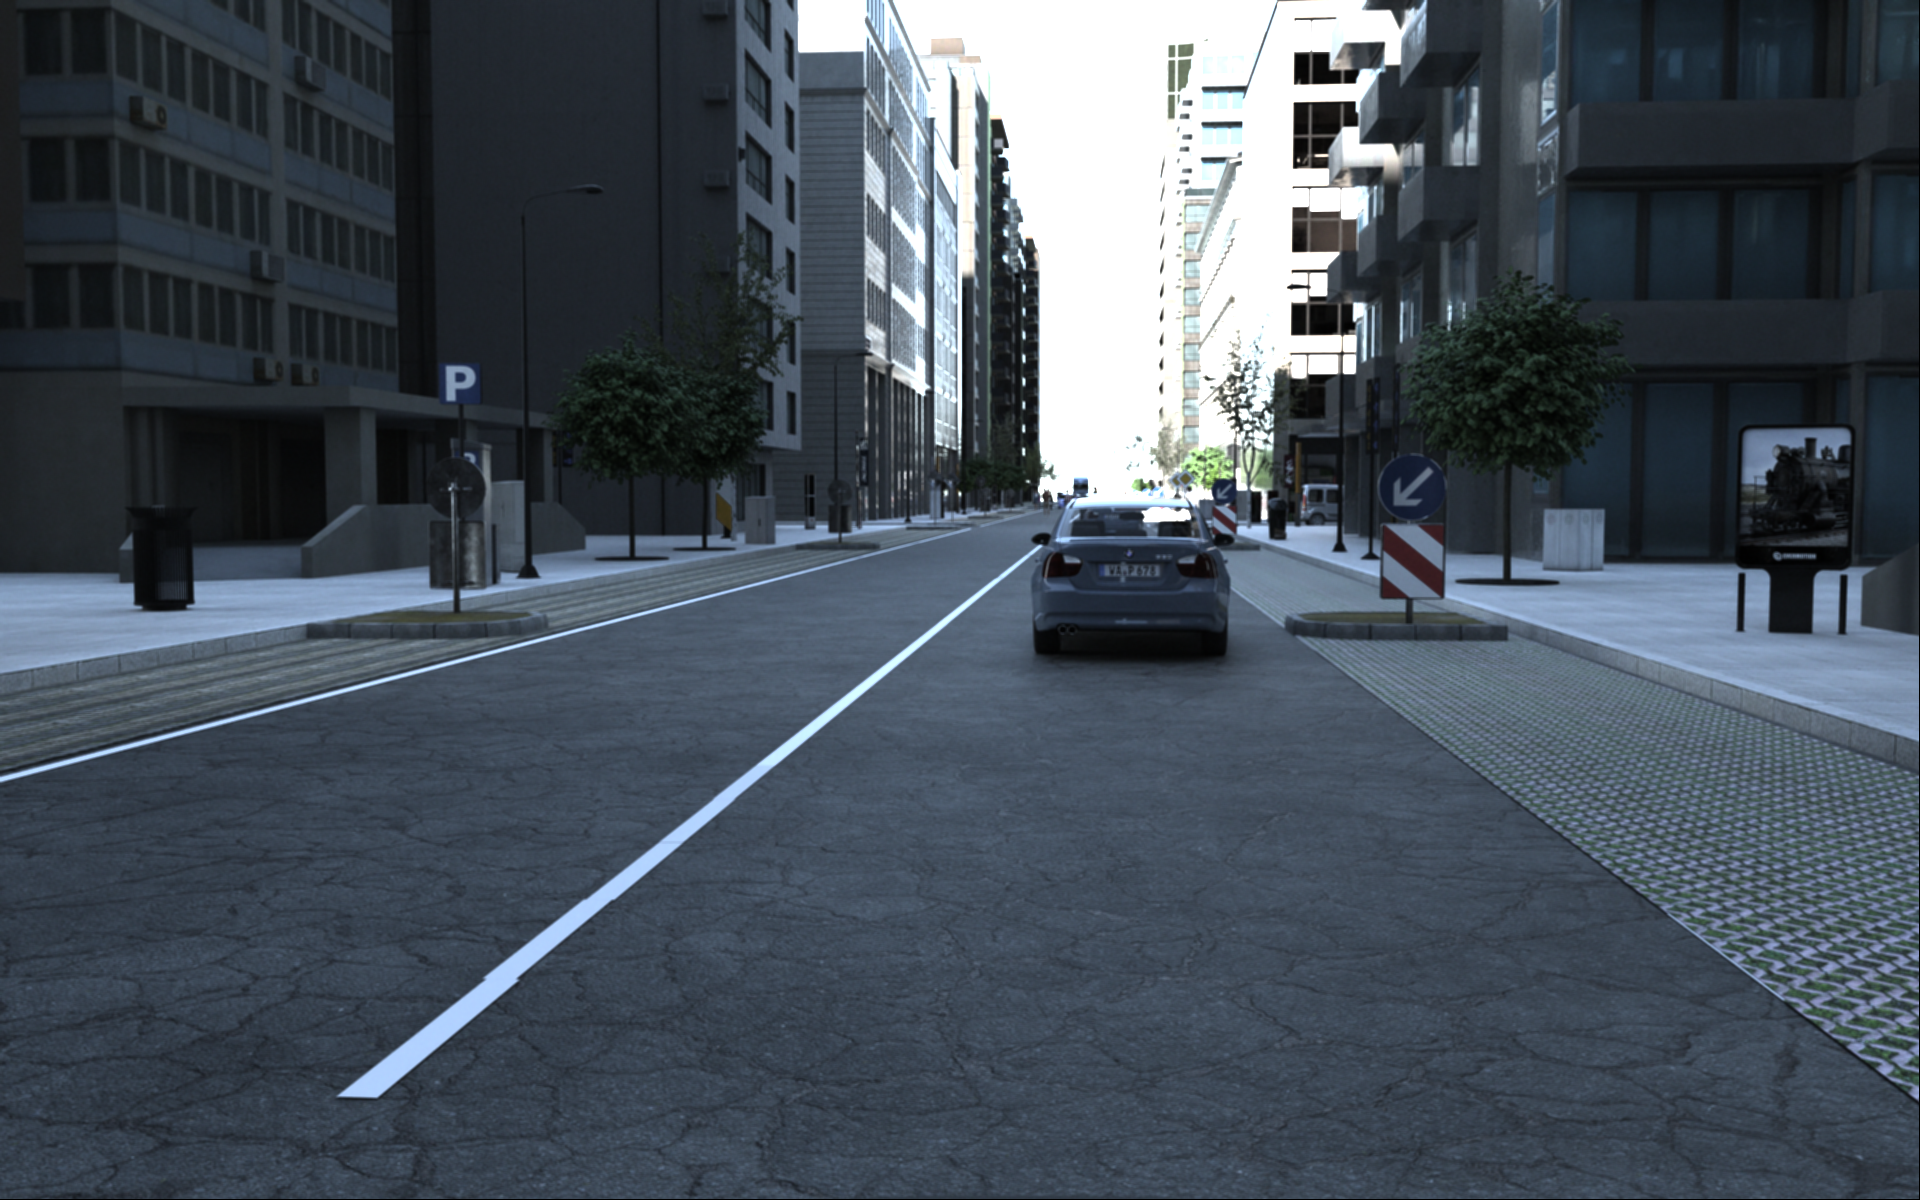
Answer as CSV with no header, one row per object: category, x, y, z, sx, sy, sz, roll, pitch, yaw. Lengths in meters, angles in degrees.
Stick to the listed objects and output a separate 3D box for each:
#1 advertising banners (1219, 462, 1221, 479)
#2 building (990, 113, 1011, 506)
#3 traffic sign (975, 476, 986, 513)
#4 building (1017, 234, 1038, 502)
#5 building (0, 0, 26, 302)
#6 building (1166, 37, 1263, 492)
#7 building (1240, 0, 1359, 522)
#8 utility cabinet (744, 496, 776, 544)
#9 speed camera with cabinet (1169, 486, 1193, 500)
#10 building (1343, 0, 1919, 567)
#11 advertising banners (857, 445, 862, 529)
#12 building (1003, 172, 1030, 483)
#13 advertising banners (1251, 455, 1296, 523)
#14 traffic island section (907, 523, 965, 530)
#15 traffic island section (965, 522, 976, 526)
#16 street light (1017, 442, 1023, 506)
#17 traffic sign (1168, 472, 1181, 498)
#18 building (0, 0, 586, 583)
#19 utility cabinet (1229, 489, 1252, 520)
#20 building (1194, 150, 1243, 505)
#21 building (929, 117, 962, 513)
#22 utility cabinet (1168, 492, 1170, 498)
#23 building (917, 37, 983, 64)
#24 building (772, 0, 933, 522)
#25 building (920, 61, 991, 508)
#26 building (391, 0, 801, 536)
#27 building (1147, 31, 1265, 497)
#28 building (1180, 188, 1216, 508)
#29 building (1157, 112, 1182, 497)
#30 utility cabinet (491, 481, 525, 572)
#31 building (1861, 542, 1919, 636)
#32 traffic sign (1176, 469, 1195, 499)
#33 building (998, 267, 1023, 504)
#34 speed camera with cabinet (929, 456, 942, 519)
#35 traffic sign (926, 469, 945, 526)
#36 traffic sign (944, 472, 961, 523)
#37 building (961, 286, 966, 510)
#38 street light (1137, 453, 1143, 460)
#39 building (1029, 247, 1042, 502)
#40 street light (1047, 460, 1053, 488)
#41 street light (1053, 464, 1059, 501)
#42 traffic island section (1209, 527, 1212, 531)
advertising banners,14.035,-6.007,94.408,0.090,3.025,2.074,1,4,18
building,-5.729,-33.136,196.402,22.147,44.769,28.867,0,4,5
traffic sign,1.402,-7.321,119.810,0.768,2.556,0.104,1,4,10
building,1.342,-38.461,283.456,22.147,44.769,28.867,0,4,5
building,-14.361,-21.710,5.078,14.600,45.320,14.200,0,4,5
building,34.592,-34.675,186.545,23.786,49.044,30.456,0,4,5
building,31.890,-17.204,85.802,34.151,26.468,19.350,0,4,5
utility cabinet,-5.151,-2.043,44.563,0.306,1.237,1.020,-3,5,-40
speed camera with cabinet,19.047,-9.481,149.350,2.038,3.252,0.660,-2,4,-25
building,21.515,-25.874,42.650,23.786,49.044,30.456,0,4,5
advertising banners,-3.682,-4.099,63.205,0.090,3.025,2.074,0,4,1
building,-1.990,-38.794,253.894,23.786,49.044,30.456,0,4,5
advertising banners,13.864,-4.934,76.866,2.074,3.025,0.090,0,4,-4
traffic island section,-1.028,-2.924,70.092,2.009,0.180,2.903,0,4,5
traffic island section,-0.362,-3.411,78.050,2.009,0.180,2.903,0,4,5
street light,4.758,-11.154,154.910,1.470,5.913,1.316,0,4,5
traffic sign,9.670,-4.495,77.131,0.795,2.450,0.064,0,4,5
building,-25.293,-20.881,33.284,32.217,40.220,23.993,0,4,5
utility cabinet,13.554,-4.591,83.741,0.318,1.500,1.173,-3,5,-44
building,26.995,-21.537,128.544,17.030,29.872,44.131,0,4,5
building,-6.735,-18.431,119.361,12.078,24.808,19.932,0,4,5
utility cabinet,18.640,-8.684,150.654,1.173,1.500,0.318,2,4,29
building,-4.304,-32.085,174.698,14.600,45.320,14.200,0,4,5
building,-8.512,-19.385,94.443,11.434,29.767,29.804,0,4,5
building,-4.561,-29.157,160.311,14.154,41.232,14.086,0,4,5
building,-13.075,-17.626,59.885,14.107,30.474,14.160,0,4,5
building,40.325,-51.107,273.852,20.563,71.187,20.611,0,4,5
building,28.103,-24.075,165.335,14.160,30.474,14.107,0,4,5
building,35.440,-36.049,213.096,21.300,48.544,21.600,0,4,5
utility cabinet,-7.479,-1.227,28.740,0.318,1.500,1.173,-2,4,-33
building,24.252,-19.298,7.411,32.217,40.220,23.993,0,4,5
traffic sign,9.004,-4.008,69.174,0.795,2.450,0.064,0,4,5
building,0.564,-27.287,217.836,14.160,30.474,14.107,0,4,5
speed camera with cabinet,-1.259,-5.819,89.476,0.660,3.252,2.038,0,4,0
traffic sign,-1.003,-4.060,70.028,0.795,2.450,0.064,0,4,5
traffic sign,-0.338,-4.547,77.986,0.795,2.450,0.064,0,4,5
building,-6.273,-18.848,137.838,12.332,23.373,15.834,0,4,5
street light,21.254,-13.775,197.754,1.470,5.913,1.316,0,4,5
building,7.127,-40.025,304.526,14.600,45.320,14.200,0,4,5
street light,11.612,-16.244,238.134,1.470,5.913,1.316,0,4,5
street light,14.152,-18.110,268.642,1.470,5.913,1.316,0,4,5
traffic island section,9.028,-2.873,69.249,2.009,0.180,2.903,0,4,5
